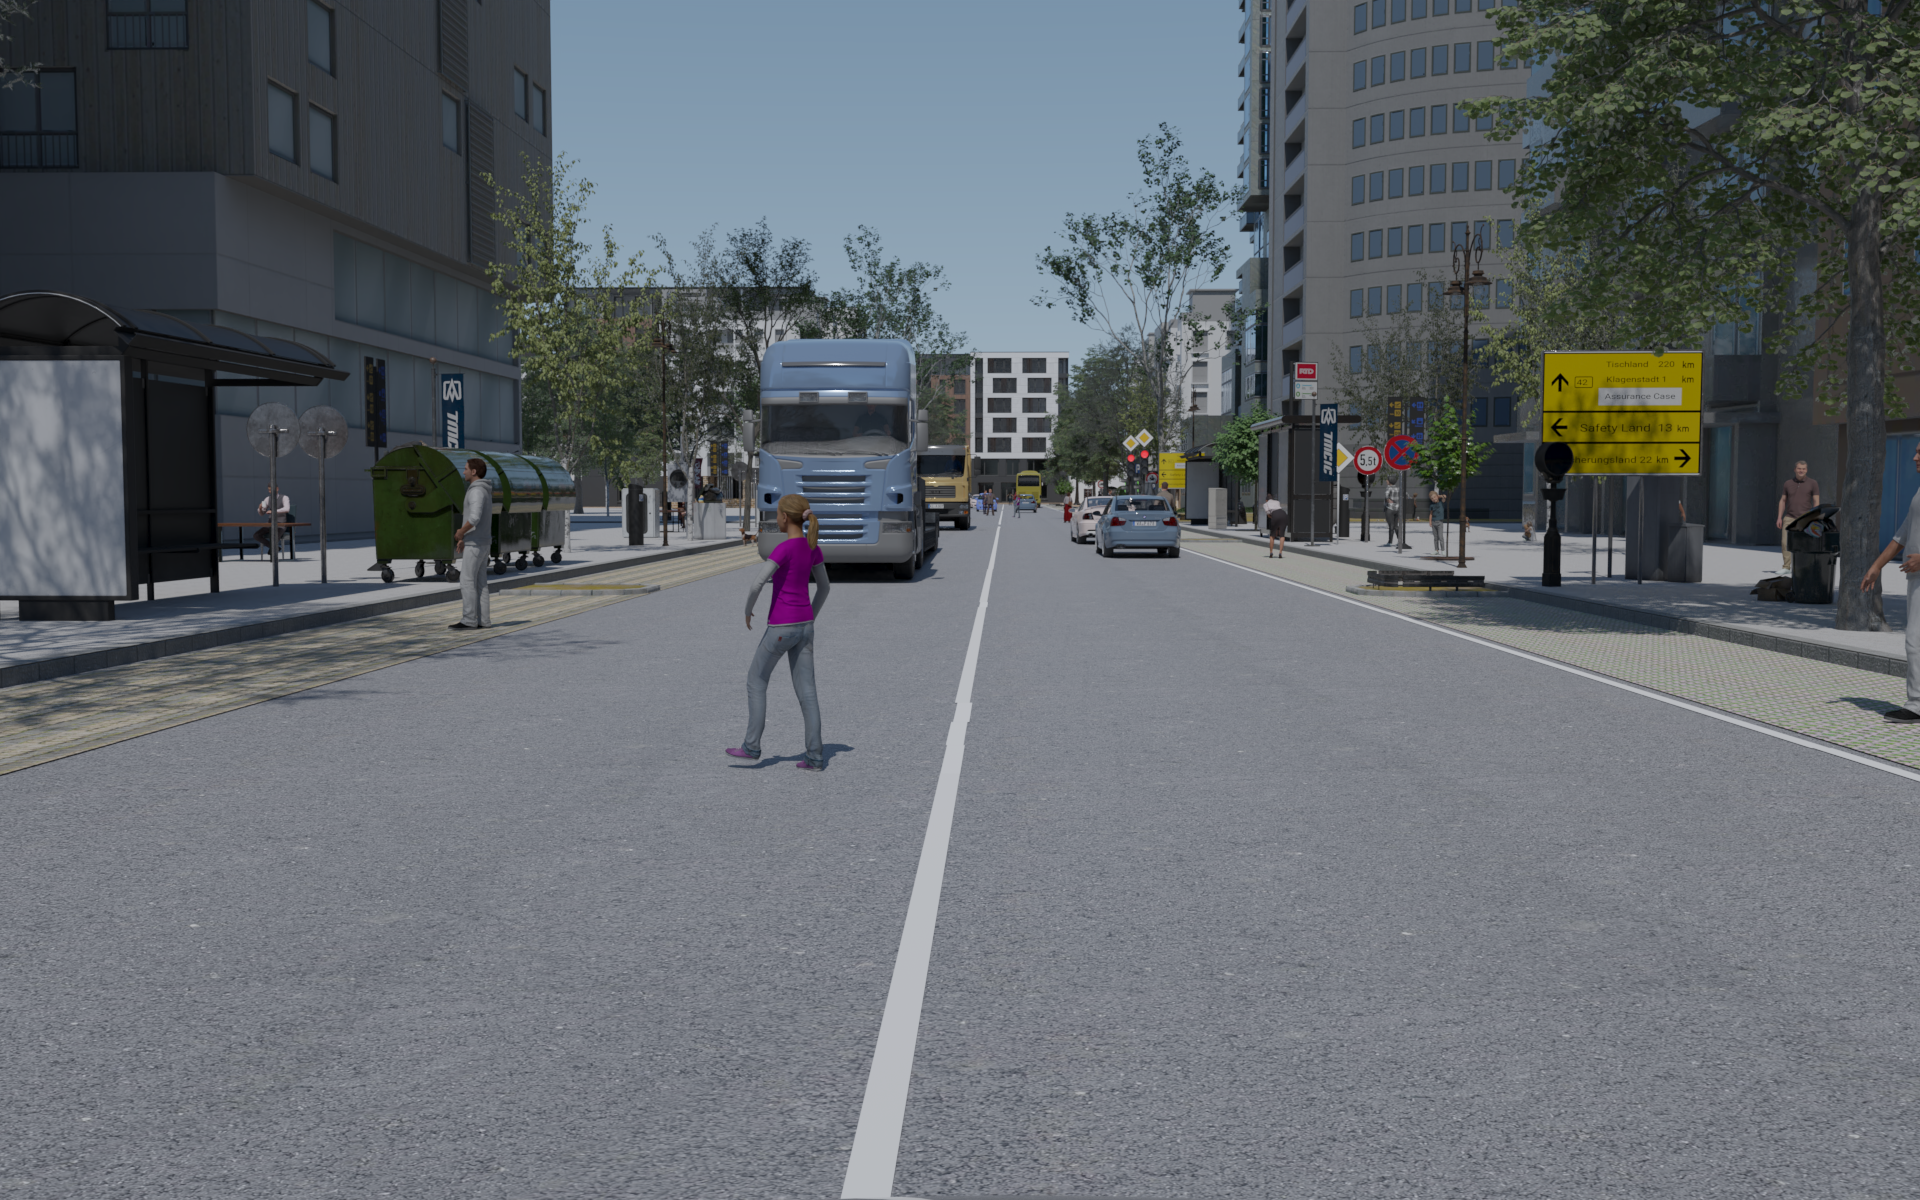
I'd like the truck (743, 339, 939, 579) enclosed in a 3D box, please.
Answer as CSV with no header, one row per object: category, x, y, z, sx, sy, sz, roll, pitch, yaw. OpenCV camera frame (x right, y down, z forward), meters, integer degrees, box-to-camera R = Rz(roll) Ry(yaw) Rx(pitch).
truck,-1.876,-2.826,35.960,2.967,4.110,18.799,0,4,1

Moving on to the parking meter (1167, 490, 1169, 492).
parking meter,11.446,-5.373,96.260,0.372,1.533,0.369,0,3,0

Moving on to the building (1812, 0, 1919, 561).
building,24.267,-23.063,27.191,14.600,45.320,14.200,0,4,2

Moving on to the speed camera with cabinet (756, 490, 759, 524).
speed camera with cabinet,-8.219,-4.894,74.359,0.660,3.252,2.038,1,4,12

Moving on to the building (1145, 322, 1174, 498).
building,29.281,-19.576,186.525,16.747,18.905,31.486,0,4,2

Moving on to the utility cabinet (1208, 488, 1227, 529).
utility cabinet,9.479,-3.359,63.604,0.318,1.500,1.173,2,4,28

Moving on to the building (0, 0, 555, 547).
building,-28.932,-28.347,52.709,27.495,52.752,28.713,0,4,2

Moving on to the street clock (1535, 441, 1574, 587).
street clock,8.206,-1.186,23.969,0.471,2.002,0.358,-1,4,-14

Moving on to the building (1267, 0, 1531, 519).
building,32.851,-33.934,96.818,28.212,58.520,21.231,0,4,2

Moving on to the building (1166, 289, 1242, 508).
building,27.870,-18.881,165.125,16.016,20.091,11.380,0,4,2

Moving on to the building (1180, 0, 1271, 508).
building,30.146,-50.237,134.042,22.319,86.520,31.000,0,4,2

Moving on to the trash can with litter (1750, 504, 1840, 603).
trash can with litter,9.857,-0.556,20.484,0.624,1.170,1.055,-2,4,-27

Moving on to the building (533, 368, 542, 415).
building,-55.628,-24.629,259.099,11.380,20.091,16.016,0,4,2

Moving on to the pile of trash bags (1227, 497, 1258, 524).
pile of trash bags,12.958,-3.900,73.513,3.447,1.369,1.912,1,4,22

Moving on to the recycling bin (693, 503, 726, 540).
recycling bin,-7.061,-2.222,48.885,0.722,1.027,0.722,-2,4,-31

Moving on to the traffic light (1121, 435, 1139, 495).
traffic light,8.092,-5.715,82.364,0.839,4.253,0.868,0,4,2

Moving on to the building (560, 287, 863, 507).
building,-25.077,-20.987,187.109,27.936,21.610,32.646,0,4,2

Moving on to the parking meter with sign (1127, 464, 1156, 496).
parking meter with sign,11.290,-6.827,107.880,1.738,3.016,0.543,1,4,12

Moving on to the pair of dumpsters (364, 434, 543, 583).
pair of dumpsters,-7.802,-1.495,26.933,1.574,2.255,4.437,0,4,1

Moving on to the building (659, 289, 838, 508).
building,-19.403,-18.821,164.151,16.016,20.091,11.380,0,4,2

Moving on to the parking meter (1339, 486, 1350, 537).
parking meter,11.374,-2.627,51.368,0.372,1.533,0.369,0,3,0

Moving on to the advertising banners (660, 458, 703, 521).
advertising banners,-13.367,-5.324,83.230,2.074,3.025,0.090,-1,4,-16

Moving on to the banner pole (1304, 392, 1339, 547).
banner pole,8.831,-3.195,42.256,0.863,3.779,0.401,3,4,36

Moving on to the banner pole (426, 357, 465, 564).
banner pole,-9.409,-2.550,31.705,0.863,3.779,0.401,1,4,17

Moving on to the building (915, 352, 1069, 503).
building,-0.323,-25.604,262.593,32.646,21.610,27.936,0,4,2

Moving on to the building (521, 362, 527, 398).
building,-67.713,-24.650,259.438,11.380,20.091,16.016,0,4,2

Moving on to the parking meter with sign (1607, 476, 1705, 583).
parking meter with sign,10.290,-1.802,25.731,0.543,3.016,1.738,-1,4,-23

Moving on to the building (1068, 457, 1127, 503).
building,29.802,-19.055,253.701,28.070,9.664,9.099,0,4,2

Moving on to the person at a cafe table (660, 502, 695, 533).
person at a cafe table,-9.568,-2.903,58.332,1.726,1.238,1.698,-1,4,-19

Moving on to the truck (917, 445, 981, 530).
truck,-0.859,-4.580,70.808,3.469,3.379,9.791,0,4,1

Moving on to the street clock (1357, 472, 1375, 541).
street clock,11.097,-2.617,47.366,0.358,2.002,0.471,-2,4,-31

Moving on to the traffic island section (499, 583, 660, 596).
traffic island section,-5.447,-0.144,25.213,1.991,0.108,1.994,0,4,2

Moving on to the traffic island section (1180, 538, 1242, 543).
traffic island section,7.319,-1.769,51.796,1.991,0.108,1.994,0,4,2

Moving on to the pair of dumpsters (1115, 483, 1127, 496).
pair of dumpsters,12.899,-8.042,133.984,1.574,2.255,4.437,0,4,1

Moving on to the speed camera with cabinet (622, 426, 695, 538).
speed camera with cabinet,-8.826,-3.443,50.622,2.038,3.252,0.660,0,4,6

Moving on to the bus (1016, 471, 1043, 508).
bus,7.289,-11.678,182.488,2.896,3.916,12.252,0,4,3

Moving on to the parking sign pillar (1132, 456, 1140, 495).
parking sign pillar,11.915,-7.814,116.236,1.447,3.967,1.447,-2,4,-28

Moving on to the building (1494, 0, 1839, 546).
building,29.868,-26.276,49.224,23.786,49.044,30.456,0,4,2

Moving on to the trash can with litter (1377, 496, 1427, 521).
trash can with litter,21.111,-4.395,82.915,2.233,1.210,1.678,2,4,28

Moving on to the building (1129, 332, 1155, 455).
building,28.796,-21.498,207.911,16.016,20.091,11.380,0,4,2

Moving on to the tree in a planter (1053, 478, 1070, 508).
tree in a planter,10.815,-11.434,184.167,1.991,3.239,1.994,0,4,2

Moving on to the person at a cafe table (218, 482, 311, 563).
person at a cafe table,-13.279,-1.502,33.074,1.698,1.524,1.622,0,4,8

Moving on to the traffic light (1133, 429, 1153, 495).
traffic light,7.881,-5.227,74.382,0.839,4.253,0.868,0,4,2

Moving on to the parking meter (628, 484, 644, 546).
parking meter,-8.078,-2.127,43.181,0.372,1.533,0.369,0,3,0

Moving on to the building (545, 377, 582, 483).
building,-44.565,-22.238,220.011,11.380,20.091,16.016,0,4,2
